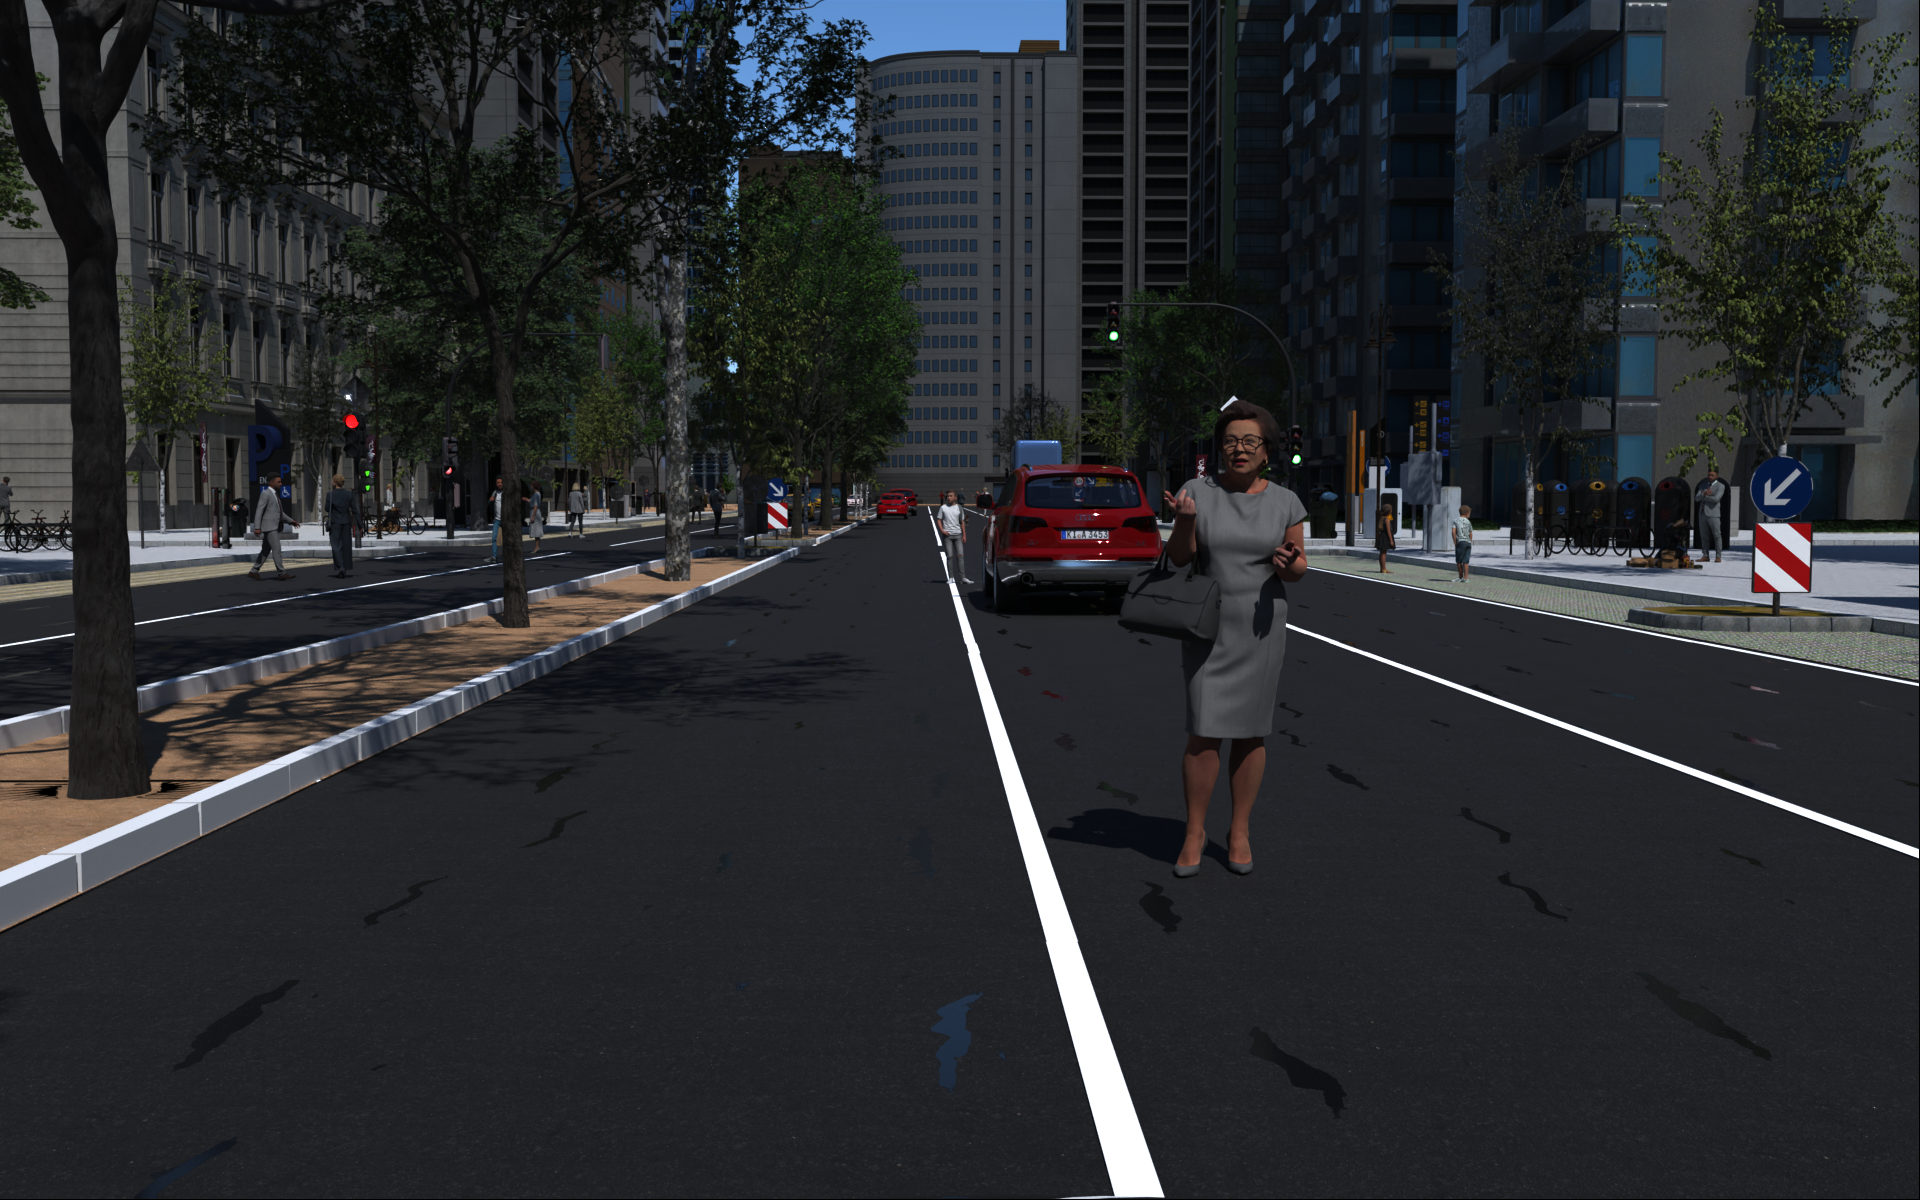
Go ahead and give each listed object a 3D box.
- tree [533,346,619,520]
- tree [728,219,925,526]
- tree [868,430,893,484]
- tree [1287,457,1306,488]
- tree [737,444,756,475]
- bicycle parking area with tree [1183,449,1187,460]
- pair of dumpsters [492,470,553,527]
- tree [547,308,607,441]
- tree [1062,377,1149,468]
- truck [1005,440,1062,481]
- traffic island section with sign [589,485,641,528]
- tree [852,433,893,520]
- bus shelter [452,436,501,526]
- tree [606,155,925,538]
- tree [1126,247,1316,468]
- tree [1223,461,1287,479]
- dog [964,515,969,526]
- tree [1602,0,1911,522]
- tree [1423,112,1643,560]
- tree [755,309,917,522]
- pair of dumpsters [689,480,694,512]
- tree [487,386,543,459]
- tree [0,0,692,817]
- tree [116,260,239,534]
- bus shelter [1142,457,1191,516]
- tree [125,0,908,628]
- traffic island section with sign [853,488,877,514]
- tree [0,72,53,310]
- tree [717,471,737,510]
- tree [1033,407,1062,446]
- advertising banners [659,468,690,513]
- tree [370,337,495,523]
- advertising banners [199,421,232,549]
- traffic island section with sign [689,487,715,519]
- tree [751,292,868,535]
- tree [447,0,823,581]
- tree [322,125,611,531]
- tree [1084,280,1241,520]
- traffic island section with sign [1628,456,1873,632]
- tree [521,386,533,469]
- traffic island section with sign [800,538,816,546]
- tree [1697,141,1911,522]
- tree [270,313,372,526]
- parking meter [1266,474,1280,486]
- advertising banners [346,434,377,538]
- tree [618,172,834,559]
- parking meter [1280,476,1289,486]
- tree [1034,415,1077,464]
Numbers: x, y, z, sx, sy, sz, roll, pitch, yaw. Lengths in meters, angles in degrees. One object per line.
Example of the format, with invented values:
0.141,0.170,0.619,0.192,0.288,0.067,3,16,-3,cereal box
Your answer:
-17.720,-8.273,85.619,4.737,8.622,4.395,0,3,0,tree
-6.027,-10.276,77.127,9.857,13.997,8.962,0,3,0,tree
-5.852,-9.108,101.736,4.360,8.622,3.978,0,3,0,tree
16.351,-5.634,86.722,1.663,3.219,1.824,0,3,0,tree
-20.981,-16.707,191.287,7.486,12.596,7.792,0,3,0,tree
16.869,-7.578,110.904,8.231,4.147,9.016,0,4,8,bicycle parking area with tree
-17.436,-4.069,69.016,1.574,2.255,4.437,0,4,-1,pair of dumpsters
-18.677,-10.326,94.585,9.928,11.665,9.643,0,3,0,tree
9.529,-9.671,108.486,4.737,8.622,4.395,0,3,0,tree
4.171,-5.563,80.706,2.967,4.110,18.799,0,4,-3,truck
-14.629,-3.977,73.655,1.989,1.847,2.006,0,4,-1,traffic island section with sign
-5.770,-8.784,96.430,4.737,8.622,4.395,0,3,0,tree
-19.985,-5.006,73.134,1.731,3.624,6.357,0,4,-1,bus shelter
-4.890,-7.603,52.527,9.928,11.665,9.643,0,3,0,tree
10.037,-8.037,65.823,7.601,10.594,8.767,1,4,22,tree
10.030,-3.977,59.618,1.663,3.219,1.824,0,3,0,tree
0.279,-3.547,77.279,0.540,0.507,0.406,3,5,40,dog
12.116,-4.614,25.794,4.737,8.622,4.395,0,3,0,tree
11.055,-5.079,33.398,4.360,8.622,3.978,0,3,0,tree
-6.076,-10.282,88.701,7.486,12.596,7.792,0,3,0,tree
-19.275,-7.188,120.015,1.574,2.255,4.437,0,4,-1,pair of dumpsters
-25.147,-8.927,96.312,4.360,8.622,3.978,0,3,0,tree
-4.013,-5.801,7.681,12.009,13.543,11.850,0,3,0,tree
-25.461,-6.421,55.348,4.737,8.622,4.395,0,3,0,tree
11.538,-6.327,97.367,2.014,3.302,5.546,0,4,-1,bus shelter
-4.724,-4.995,18.538,8.767,10.594,7.601,0,4,-1,tree
-6.658,-7.086,123.996,2.006,1.907,1.989,0,4,-1,traffic island section with sign
-17.127,-6.528,24.859,7.486,12.596,7.792,0,3,0,tree
-19.490,-9.133,143.920,1.663,3.219,1.824,0,3,0,tree
7.997,-11.549,139.187,4.737,8.622,4.395,0,3,0,tree
-19.081,-7.309,115.690,2.074,3.025,0.090,-1,4,-11,advertising banners
-23.787,-7.658,75.574,4.737,8.622,4.395,0,3,0,tree
-17.683,-2.747,41.100,0.090,3.025,2.074,-3,5,-40,advertising banners
-15.185,-5.644,100.914,1.989,1.847,2.006,0,4,-1,traffic island section with sign
-5.369,-6.561,60.096,4.360,8.622,3.978,0,3,0,tree
-5.873,-10.418,28.677,12.611,20.169,13.585,0,3,0,tree
-16.817,-9.366,59.789,9.857,13.997,8.962,0,3,0,tree
9.959,-9.762,85.371,9.928,11.665,9.643,0,3,0,tree
8.429,-0.623,18.807,1.989,1.847,2.006,0,4,-1,traffic island section with sign
-26.683,-9.708,109.084,4.737,8.622,4.395,0,3,0,tree
-5.110,-2.492,48.874,2.006,1.907,1.989,0,4,-1,traffic island section with sign
17.638,-5.298,36.993,4.360,8.622,3.978,0,3,0,tree
-25.637,-7.274,69.293,4.360,8.622,3.978,0,3,0,tree
9.199,-2.781,51.181,0.255,1.863,0.399,0,4,-4,parking meter
-17.729,-3.344,50.863,2.074,3.025,0.090,3,4,36,advertising banners
-4.791,-5.198,37.810,4.737,8.622,4.395,0,3,0,tree
10.716,-3.172,57.577,0.399,1.863,0.255,3,5,45,parking meter
8.439,-12.589,156.184,4.360,8.622,3.978,0,3,0,tree
